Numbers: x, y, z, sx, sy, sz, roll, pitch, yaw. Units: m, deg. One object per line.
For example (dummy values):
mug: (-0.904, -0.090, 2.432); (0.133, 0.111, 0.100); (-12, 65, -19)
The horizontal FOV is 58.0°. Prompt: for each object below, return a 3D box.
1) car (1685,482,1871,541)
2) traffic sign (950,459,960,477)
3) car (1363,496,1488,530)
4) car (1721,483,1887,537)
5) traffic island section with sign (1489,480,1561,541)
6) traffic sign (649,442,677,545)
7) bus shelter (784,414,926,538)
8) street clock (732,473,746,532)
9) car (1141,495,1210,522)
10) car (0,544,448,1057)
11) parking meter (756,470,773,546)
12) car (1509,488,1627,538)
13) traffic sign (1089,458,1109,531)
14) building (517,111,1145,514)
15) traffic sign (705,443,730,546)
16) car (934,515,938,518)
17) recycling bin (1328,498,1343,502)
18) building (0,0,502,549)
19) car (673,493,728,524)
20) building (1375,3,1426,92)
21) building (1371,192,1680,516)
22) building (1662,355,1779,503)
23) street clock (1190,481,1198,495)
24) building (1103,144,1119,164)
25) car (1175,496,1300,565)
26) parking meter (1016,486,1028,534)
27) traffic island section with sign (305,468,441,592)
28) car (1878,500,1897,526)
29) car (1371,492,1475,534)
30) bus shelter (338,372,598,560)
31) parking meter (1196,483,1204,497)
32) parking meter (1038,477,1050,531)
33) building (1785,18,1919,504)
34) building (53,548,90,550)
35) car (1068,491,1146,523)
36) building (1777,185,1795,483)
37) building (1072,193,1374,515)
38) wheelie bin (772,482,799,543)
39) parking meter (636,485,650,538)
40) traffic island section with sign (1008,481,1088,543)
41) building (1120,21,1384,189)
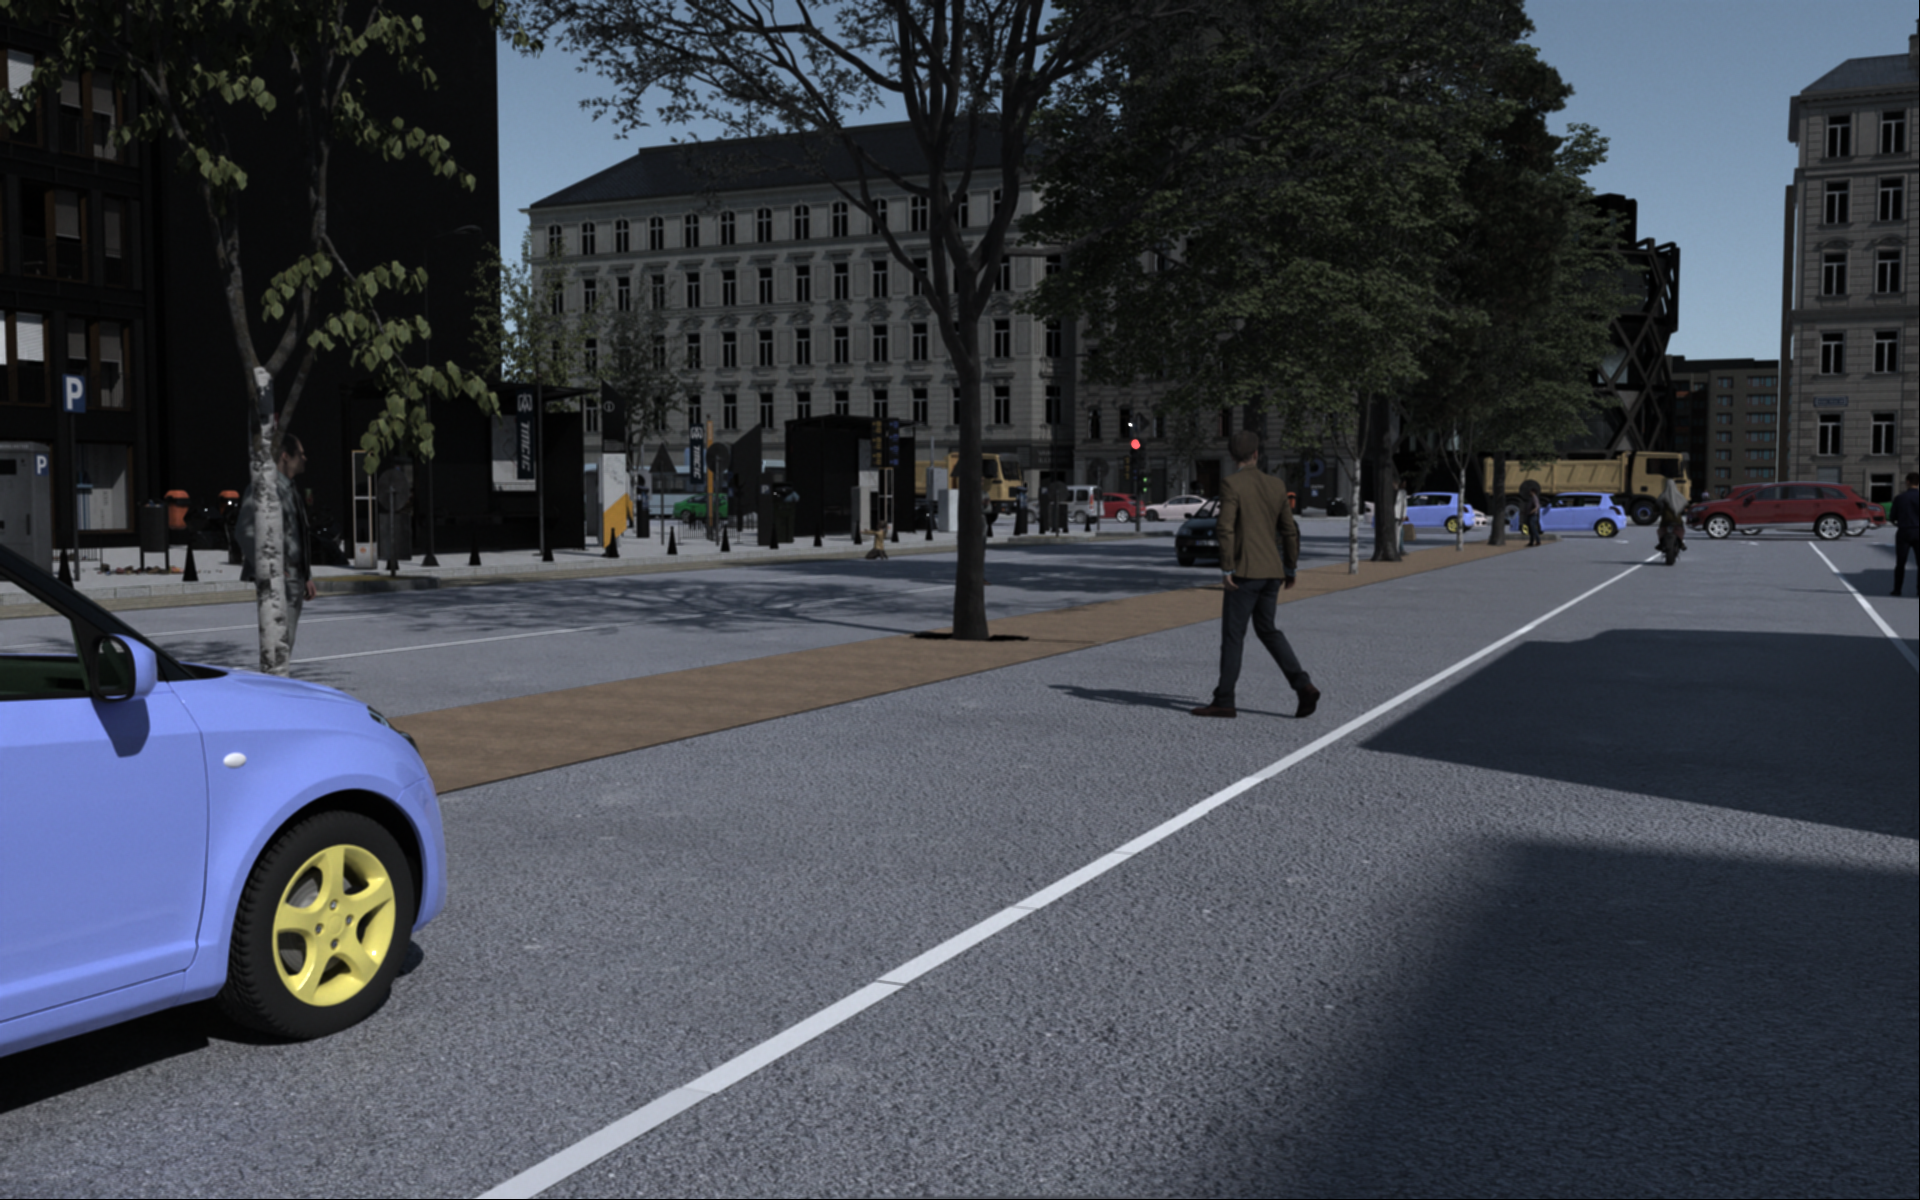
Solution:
car: (25.808, -2.819, 54.769); (5.304, 1.827, 2.281); (2, 4, 23)
traffic sign: (0.068, -3.279, 53.610); (0.884, 2.594, 0.081); (2, 4, 27)
car: (18.574, -3.476, 69.190); (4.827, 1.381, 2.083); (2, 4, 25)
car: (28.839, -3.107, 59.475); (5.304, 1.827, 2.281); (2, 4, 27)
traffic island section with sign: (17.737, -2.817, 54.189); (2.006, 1.907, 1.989); (2, 4, 25)
traffic sign: (-7.485, -2.662, 43.531); (0.884, 2.594, 0.081); (2, 4, 29)
bus shelter: (-3.190, -3.830, 53.899); (1.731, 3.624, 6.357); (2, 4, 25)
street clock: (-7.510, -3.327, 58.970); (0.471, 2.002, 0.358); (0, 4, -6)
car: (11.656, -4.769, 90.340); (4.827, 1.381, 2.083); (2, 4, 24)
car: (-2.868, 0.346, 3.929); (1.945, 1.707, 3.694); (2, 4, 26)
parking meter: (-4.835, -2.266, 42.754); (0.399, 1.863, 0.255); (-1, 4, -12)
car: (20.342, -2.960, 57.990); (3.694, 1.707, 1.945); (2, 4, 26)
traffic sign: (4.849, -3.701, 60.617); (0.768, 2.556, 0.104); (2, 4, 28)
building: (-9.388, -21.502, 127.970); (44.131, 29.872, 17.030); (2, 4, 25)
traffic sign: (-6.003, -2.612, 42.811); (0.768, 2.556, 0.104); (2, 4, 30)
car: (-0.746, -4.876, 91.724); (4.499, 1.417, 2.014); (2, 4, 25)
recycling bin: (21.938, -5.422, 101.209); (0.722, 1.027, 0.722); (0, 4, -8)
building: (-24.005, -13.549, 51.211); (15.834, 23.373, 12.332); (2, 4, 25)
car: (-11.514, -4.548, 83.152); (4.718, 1.807, 1.959); (2, 4, 26)
building: (39.410, -46.059, 191.323); (20.611, 71.187, 20.563); (2, 4, 25)
building: (35.217, -14.641, 106.830); (16.811, 18.784, 16.820); (2, 4, 25)
building: (104.934, -25.150, 256.235); (28.899, 21.520, 27.650); (2, 4, 25)
street clock: (12.686, -5.458, 93.808); (0.471, 2.002, 0.358); (-1, 4, -11)
building: (15.778, -30.865, 196.530); (23.993, 40.220, 32.217); (2, 4, 25)
car: (5.736, -1.576, 35.560); (2.009, 1.686, 4.222); (2, 4, 26)
parking meter: (1.993, -2.898, 55.786); (0.372, 1.533, 0.369); (0, 3, 0)
traffic island section with sign: (-9.011, -1.072, 26.159); (1.989, 1.847, 2.006); (2, 4, 25)
car: (42.669, -4.096, 75.765); (4.718, 1.807, 1.959); (2, 4, 25)
car: (17.144, -3.338, 64.163); (3.694, 1.707, 1.945); (2, 4, 25)
bus shelter: (-10.229, -2.776, 36.669); (1.731, 3.624, 6.357); (2, 4, 25)
parking meter: (12.898, -5.343, 93.070); (0.255, 1.863, 0.399); (-2, 4, -25)
parking meter: (2.913, -3.314, 59.892); (0.399, 1.863, 0.255); (0, 4, 6)
building: (58.152, -18.085, 92.945); (25.104, 27.353, 12.463); (2, 4, 25)
building: (-28.457, -12.687, 37.115); (12.332, 23.373, 15.834); (2, 4, 25)
car: (7.224, -4.836, 88.115); (4.494, 1.783, 2.155); (2, 4, 26)
building: (122.019, -36.124, 240.734); (14.200, 45.320, 14.600); (2, 4, 25)
building: (17.355, -16.051, 111.591); (18.267, 20.994, 9.793); (2, 4, 25)
wheelie bin: (-4.658, -2.289, 45.340); (0.980, 1.594, 0.693); (-2, 4, -25)
parking meter: (-9.275, -2.584, 50.657); (0.372, 1.533, 0.369); (0, 3, 0)
traffic island section with sign: (2.717, -2.612, 51.332); (1.989, 1.847, 2.006); (2, 4, 25)
building: (27.650, -33.199, 166.512); (21.300, 48.544, 21.600); (2, 4, 25)
